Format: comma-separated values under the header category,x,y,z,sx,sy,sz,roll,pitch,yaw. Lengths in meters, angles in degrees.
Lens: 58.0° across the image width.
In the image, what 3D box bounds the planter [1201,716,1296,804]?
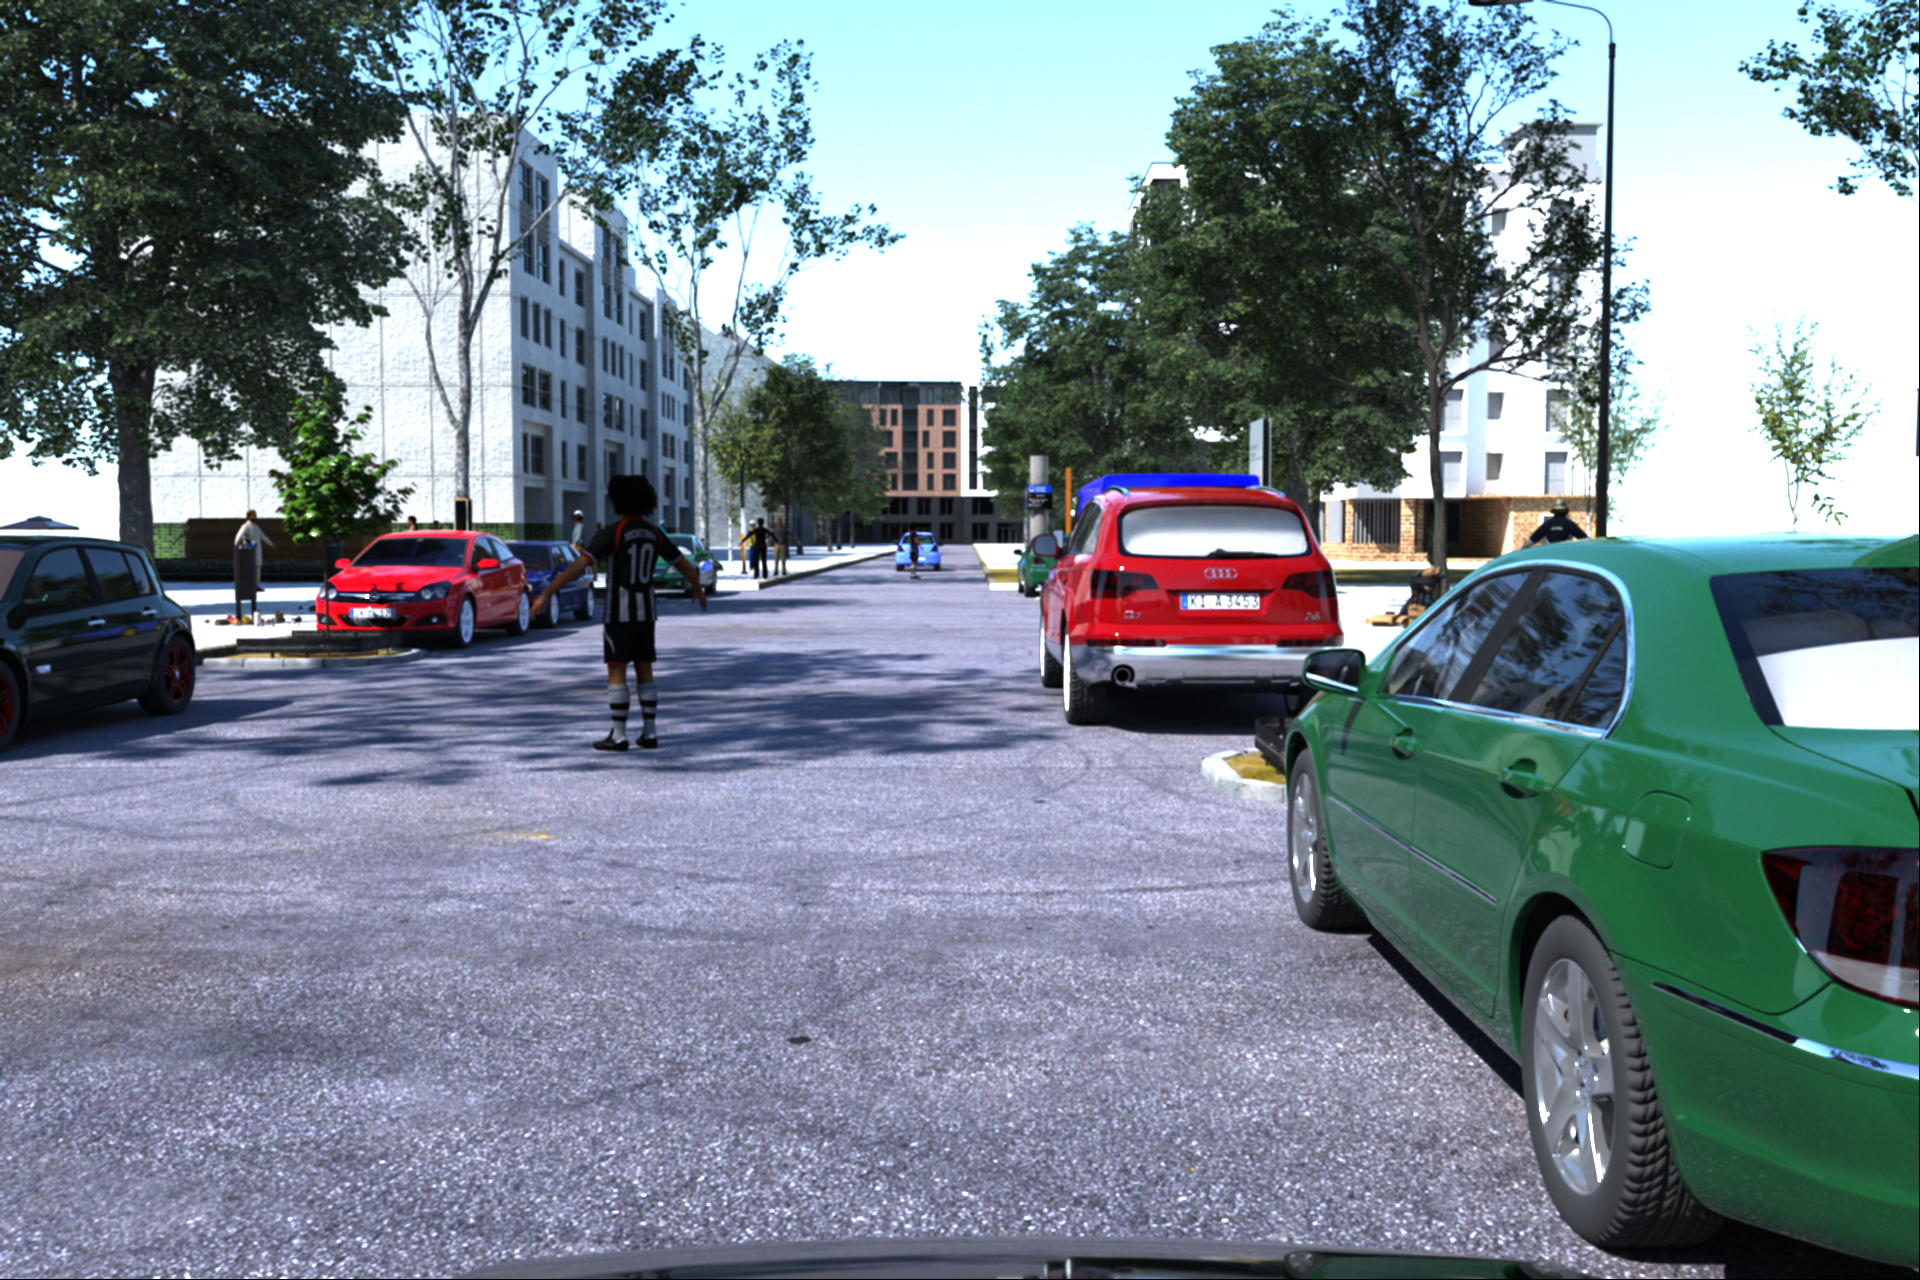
category,x,y,z,sx,sy,sz,roll,pitch,yaw
planter,2.434,0.681,9.999,1.991,0.319,1.994,0,4,1

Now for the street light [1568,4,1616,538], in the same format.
category,x,y,z,sx,sy,sz,roll,pitch,yaw
street light,6.111,-2.593,14.934,1.470,5.913,1.316,0,4,0

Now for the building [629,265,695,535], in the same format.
category,x,y,z,sx,sy,sz,roll,pitch,yaw
building,-29.916,-15.730,123.640,16.747,18.905,31.486,0,4,1

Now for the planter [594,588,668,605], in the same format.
category,x,y,z,sx,sy,sz,roll,pitch,yaw
planter,-7.137,-0.905,35.942,1.991,0.319,1.994,0,4,1

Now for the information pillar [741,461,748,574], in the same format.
category,x,y,z,sx,sy,sz,roll,pitch,yaw
information pillar,-6.926,-3.916,55.381,0.183,3.616,0.504,0,4,1

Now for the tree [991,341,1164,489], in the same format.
category,x,y,z,sx,sy,sz,roll,pitch,yaw
tree,5.598,-8.859,79.256,8.767,10.594,7.601,0,4,-2

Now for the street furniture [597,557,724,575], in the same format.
category,x,y,z,sx,sy,sz,roll,pitch,yaw
street furniture,-11.429,-2.642,58.826,5.734,0.657,10.072,1,4,8

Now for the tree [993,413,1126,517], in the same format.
category,x,y,z,sx,sy,sz,roll,pitch,yaw
tree,6.147,-10.573,107.281,8.767,10.594,7.601,0,4,4

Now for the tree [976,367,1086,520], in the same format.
category,x,y,z,sx,sy,sz,roll,pitch,yaw
tree,5.325,-13.226,122.900,9.857,13.997,8.962,0,3,0

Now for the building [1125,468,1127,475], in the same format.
category,x,y,z,sx,sy,sz,roll,pitch,yaw
building,19.784,-14.859,185.086,9.099,9.664,28.070,0,4,1

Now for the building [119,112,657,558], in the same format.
category,x,y,z,sx,sy,sz,roll,pitch,yaw
building,-27.013,-13.602,88.848,16.747,18.905,31.486,0,4,1

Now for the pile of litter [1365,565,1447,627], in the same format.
category,x,y,z,sx,sy,sz,roll,pitch,yaw
pile of litter,6.256,-0.614,24.001,1.176,0.858,1.719,0,3,0

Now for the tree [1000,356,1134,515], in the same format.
category,x,y,z,sx,sy,sz,roll,pitch,yaw
tree,6.021,-10.464,96.848,9.928,11.665,9.643,0,3,0

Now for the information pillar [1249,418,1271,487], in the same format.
category,x,y,z,sx,sy,sz,roll,pitch,yaw
information pillar,6.200,-2.725,35.876,0.184,3.620,1.656,0,4,0

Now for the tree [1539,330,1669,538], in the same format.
category,x,y,z,sx,sy,sz,roll,pitch,yaw
tree,22.775,-6.891,63.032,4.360,8.622,3.978,0,3,0

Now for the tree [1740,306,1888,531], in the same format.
category,x,y,z,sx,sy,sz,roll,pitch,yaw
tree,27.002,-6.437,55.604,4.737,8.622,4.395,0,3,0

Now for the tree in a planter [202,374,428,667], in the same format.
category,x,y,z,sx,sy,sz,roll,pitch,yaw
tree in a planter,-7.171,-1.365,19.538,1.991,3.239,1.994,0,4,0

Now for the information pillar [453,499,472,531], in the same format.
category,x,y,z,sx,sy,sz,roll,pitch,yaw
information pillar,-10.437,-1.952,36.411,0.304,2.012,0.304,0,4,1

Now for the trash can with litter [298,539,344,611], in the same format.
category,x,y,z,sx,sy,sz,roll,pitch,yaw
trash can with litter,-10.462,-1.137,29.646,1.678,1.210,2.233,0,4,1

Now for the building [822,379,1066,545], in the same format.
category,x,y,z,sx,sy,sz,roll,pitch,yaw
building,-2.883,-24.088,240.274,32.646,21.610,27.936,0,4,-5

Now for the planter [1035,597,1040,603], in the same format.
category,x,y,z,sx,sy,sz,roll,pitch,yaw
planter,2.592,-0.947,36.617,1.991,0.319,1.994,0,4,1

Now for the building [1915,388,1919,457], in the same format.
category,x,y,z,sx,sy,sz,roll,pitch,yaw
building,25.685,-13.989,22.224,14.314,27.812,24.014,0,4,1

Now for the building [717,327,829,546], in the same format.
category,x,y,z,sx,sy,sz,roll,pitch,yaw
building,-24.814,-22.167,193.358,19.493,23.208,18.063,0,4,0

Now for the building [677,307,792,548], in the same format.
category,x,y,z,sx,sy,sz,roll,pitch,yaw
building,-27.210,-20.908,172.781,19.493,23.208,18.063,0,4,1

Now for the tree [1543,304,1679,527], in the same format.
category,x,y,z,sx,sy,sz,roll,pitch,yaw
tree,20.626,-6.471,56.158,4.360,8.622,3.978,0,3,0

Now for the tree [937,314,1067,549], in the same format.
category,x,y,z,sx,sy,sz,roll,pitch,yaw
tree,4.408,-18.016,150.446,12.611,20.169,13.585,0,3,0

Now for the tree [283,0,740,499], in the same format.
category,x,y,z,sx,sy,sz,roll,pitch,yaw
tree,-12.171,-11.590,45.383,12.611,20.169,13.585,0,3,0

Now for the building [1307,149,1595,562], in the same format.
category,x,y,z,sx,sy,sz,roll,pitch,yaw
building,23.173,-14.386,91.638,16.016,20.090,11.380,0,4,0

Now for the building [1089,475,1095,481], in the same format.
category,x,y,z,sx,sy,sz,roll,pitch,yaw
building,21.698,-16.943,219.157,9.099,9.664,28.070,0,3,0

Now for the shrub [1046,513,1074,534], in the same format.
category,x,y,z,sx,sy,sz,roll,pitch,yaw
shrub,3.527,-3.172,56.283,1.690,2.028,1.600,0,3,0

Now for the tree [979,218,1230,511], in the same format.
category,x,y,z,sx,sy,sz,roll,pitch,yaw
tree,5.946,-9.897,68.465,9.857,13.997,8.962,0,3,0

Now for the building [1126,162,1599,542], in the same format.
category,x,y,z,sx,sy,sz,roll,pitch,yaw
building,24.536,-16.377,111.742,27.936,21.610,32.646,0,4,0

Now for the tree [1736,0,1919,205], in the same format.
category,x,y,z,sx,sy,sz,roll,pitch,yaw
tree,25.875,-11.598,45.520,12.611,20.169,13.585,0,3,0

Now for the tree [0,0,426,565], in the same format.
category,x,y,z,sx,sy,sz,roll,pitch,yaw
tree,-13.201,-7.367,27.104,9.857,13.997,8.962,0,3,0

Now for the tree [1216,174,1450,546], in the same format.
category,x,y,z,sx,sy,sz,roll,pitch,yaw
tree,11.266,-8.247,52.958,7.486,12.596,7.792,0,3,0

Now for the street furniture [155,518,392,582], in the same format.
category,x,y,z,sx,sy,sz,roll,pitch,yaw
street furniture,-20.311,-2.607,49.479,9.812,1.723,11.010,0,4,6

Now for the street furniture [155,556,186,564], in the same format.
category,x,y,z,sx,sy,sz,roll,pitch,yaw
street furniture,-23.477,-2.768,60.876,10.072,0.657,5.734,1,4,13

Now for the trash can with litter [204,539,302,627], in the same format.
category,x,y,z,sx,sy,sz,roll,pitch,yaw
trash can with litter,-10.042,-0.853,25.009,1.678,1.210,2.233,0,4,1
